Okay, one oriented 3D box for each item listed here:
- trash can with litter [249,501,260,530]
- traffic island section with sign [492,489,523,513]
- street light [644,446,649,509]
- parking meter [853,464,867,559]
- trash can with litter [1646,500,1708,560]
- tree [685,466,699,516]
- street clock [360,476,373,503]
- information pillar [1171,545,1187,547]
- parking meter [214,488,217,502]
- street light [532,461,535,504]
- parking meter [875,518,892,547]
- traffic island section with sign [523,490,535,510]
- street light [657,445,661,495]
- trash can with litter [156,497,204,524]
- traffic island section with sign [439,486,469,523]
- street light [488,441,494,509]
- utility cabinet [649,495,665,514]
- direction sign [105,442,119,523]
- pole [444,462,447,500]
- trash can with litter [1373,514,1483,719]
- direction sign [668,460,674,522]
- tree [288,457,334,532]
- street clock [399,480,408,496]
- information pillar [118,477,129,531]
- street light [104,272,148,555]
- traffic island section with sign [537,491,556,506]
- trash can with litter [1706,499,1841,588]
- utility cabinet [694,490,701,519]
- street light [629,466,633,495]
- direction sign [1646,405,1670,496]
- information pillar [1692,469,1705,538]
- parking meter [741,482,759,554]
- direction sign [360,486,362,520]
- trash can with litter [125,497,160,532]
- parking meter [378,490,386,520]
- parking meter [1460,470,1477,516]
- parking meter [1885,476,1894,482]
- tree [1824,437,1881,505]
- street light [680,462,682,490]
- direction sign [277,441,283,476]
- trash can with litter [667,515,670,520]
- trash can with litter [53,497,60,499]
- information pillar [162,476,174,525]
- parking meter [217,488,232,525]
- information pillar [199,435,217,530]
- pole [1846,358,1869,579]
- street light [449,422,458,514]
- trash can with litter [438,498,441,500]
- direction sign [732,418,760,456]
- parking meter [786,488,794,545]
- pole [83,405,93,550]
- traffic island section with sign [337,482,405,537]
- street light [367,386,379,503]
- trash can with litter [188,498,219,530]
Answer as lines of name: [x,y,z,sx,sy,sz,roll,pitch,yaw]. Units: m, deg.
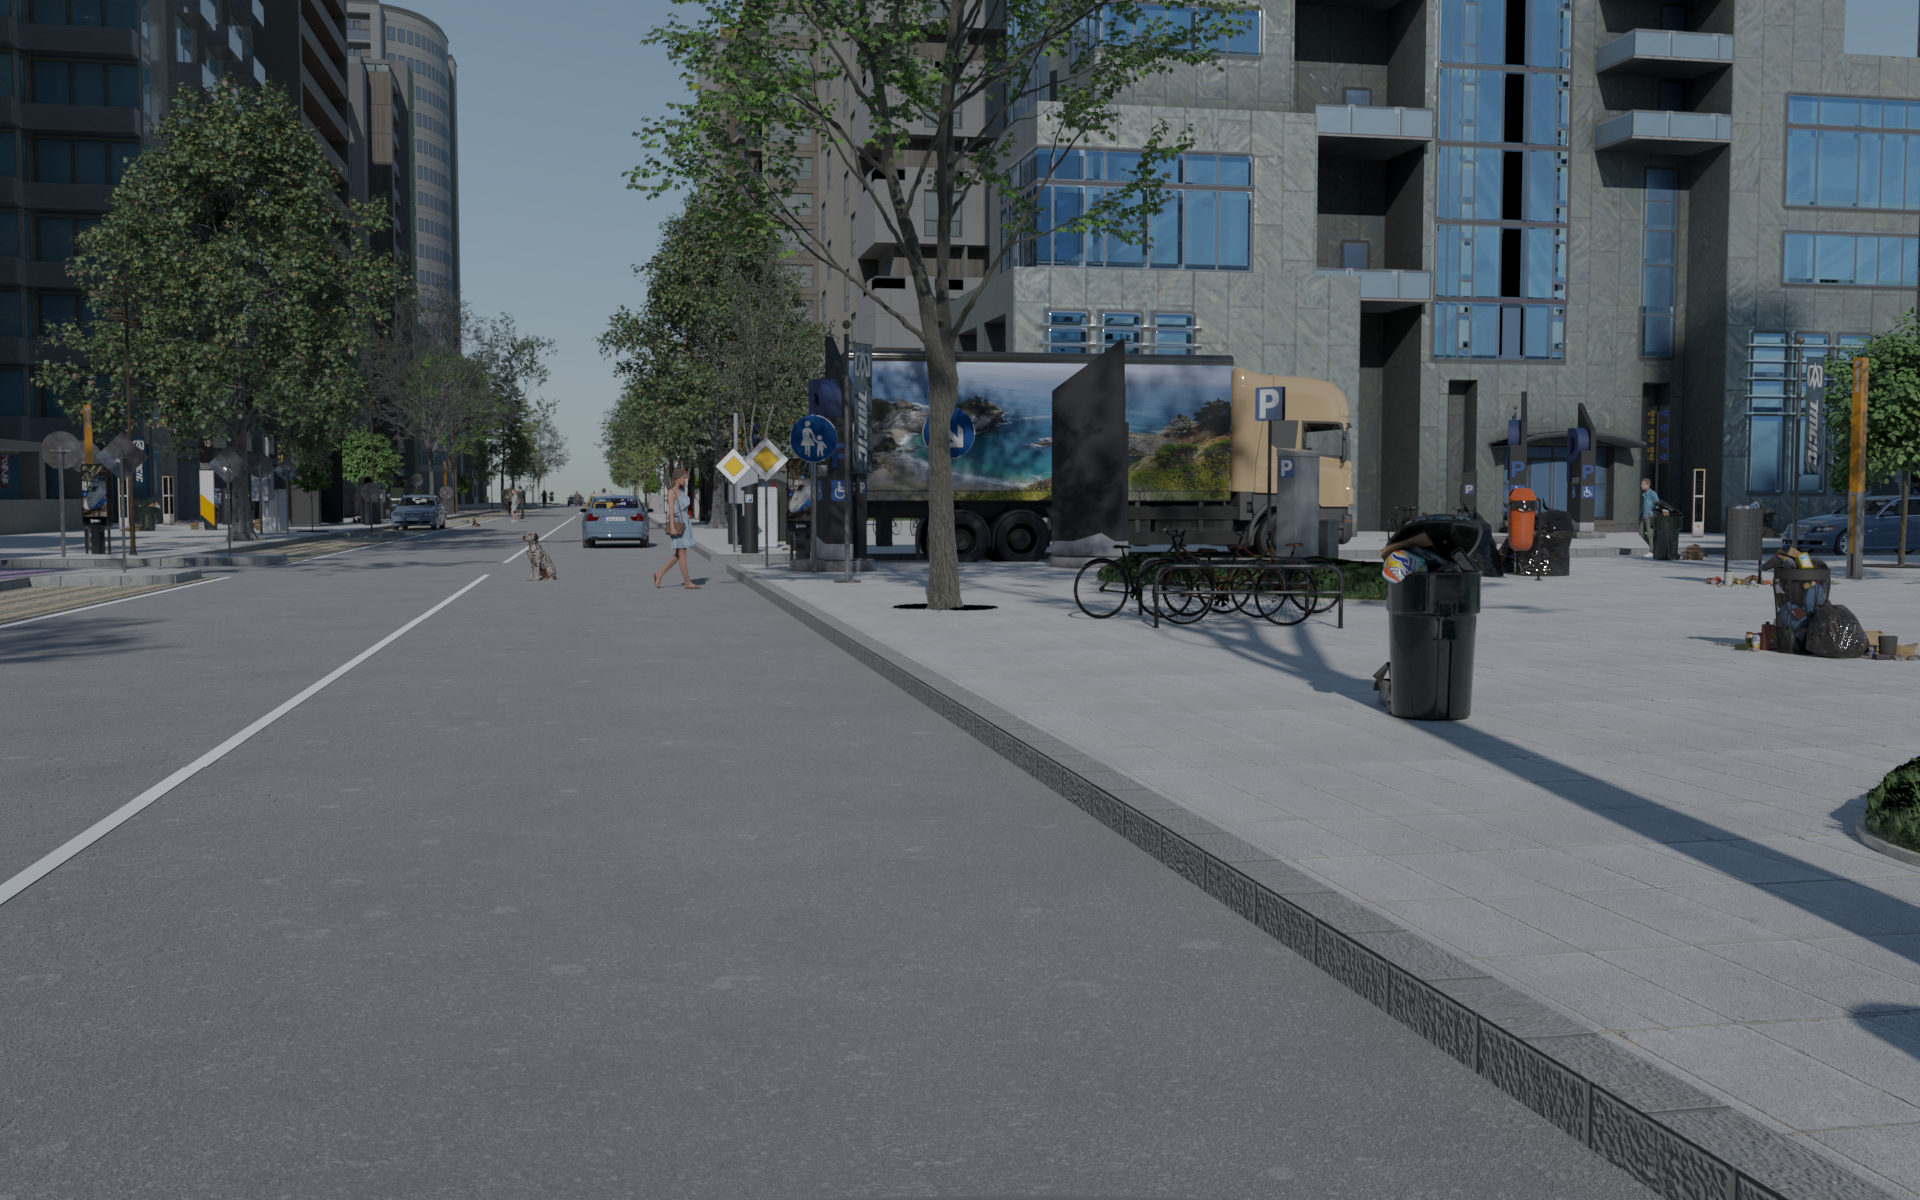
trash can with litter: [-24.483,-3.052,61.282,1.055,1.170,0.624,0,4,-3]
traffic island section with sign: [-34.951,-7.629,133.366,1.989,1.847,2.006,-1,4,-11]
street light: [-27.142,-10.836,149.957,0.468,5.910,1.993,-1,4,-11]
parking meter: [-1.870,-1.558,31.191,0.255,1.863,0.399,2,4,27]
trash can with litter: [13.950,-1.364,33.694,1.055,1.170,0.624,0,4,-1]
tree: [-16.216,-6.683,103.860,1.663,3.219,1.824,0,3,0]
street clock: [-24.349,-4.069,71.095,0.358,2.002,0.471,2,4,31]
information pillar: [5.268,-3.104,42.109,0.504,3.616,0.183,2,4,30]
parking meter: [-31.931,-4.037,74.415,0.372,1.533,0.369,0,3,0]
street light: [-56.336,-15.661,228.841,0.468,5.910,1.993,-1,4,-11]
parking meter: [-1.875,-2.244,42.408,0.399,1.863,0.255,-2,4,-33]
traffic island section with sign: [-40.305,-9.247,159.809,1.989,1.847,2.006,-1,4,-11]
street light: [-19.772,-8.602,113.433,0.468,5.910,1.993,-1,4,-11]
trash can with litter: [-33.488,-3.849,73.995,2.233,1.210,1.678,0,4,4]
traffic island section with sign: [-25.153,-4.668,84.944,1.989,1.847,2.006,-1,4,-11]
street light: [-40.022,-10.714,147.956,0.468,5.910,1.993,-1,4,-11]
utility cabinet: [-19.264,-6.050,110.083,0.306,1.237,1.020,3,5,43]
direction sign: [-37.120,-5.139,76.021,0.379,3.537,0.876,1,4,23]
pole: [-32.262,-7.016,108.562,0.158,3.312,0.155,0,3,0]
trash can with litter: [2.655,0.074,10.174,0.624,1.170,1.055,0,4,-2]
direction sign: [-12.999,-5.260,78.000,0.379,3.537,0.876,0,4,2]
tree: [-21.955,-3.894,58.268,1.663,3.219,1.824,0,3,0]
street clock: [-27.947,-5.046,87.069,0.471,2.002,0.358,3,5,41]
information pillar: [-29.041,-3.402,60.120,0.304,2.012,0.304,-2,4,-27]
street light: [-17.368,-3.879,36.205,0.468,5.910,1.993,-1,4,-11]
traffic island section with sign: [-51.467,-12.616,214.906,1.989,1.847,2.006,-1,4,-11]
trash can with litter: [11.524,-0.823,24.508,2.233,1.210,1.678,0,4,-4]
utility cabinet: [-12.947,-4.802,87.192,0.318,1.500,1.173,1,4,20]
street light: [-51.147,-18.053,267.952,0.468,5.910,1.993,-1,4,-11]
direction sign: [17.887,-3.209,44.469,0.379,3.537,0.876,-1,4,-13]
information pillar: [21.758,-2.847,51.034,0.304,2.012,0.304,1,4,18]
parking meter: [-4.543,-1.773,37.403,0.372,1.533,0.369,0,3,0]
direction sign: [-29.364,-5.677,84.812,0.876,3.537,0.379,-3,4,-37]
trash can with litter: [-28.063,-2.939,59.432,0.624,1.170,1.055,2,4,35]
parking meter: [-29.026,-4.805,86.966,0.372,1.533,0.369,0,3,0]
parking meter: [12.219,-2.198,41.652,0.399,1.863,0.255,1,4,16]
parking meter: [29.071,-2.973,54.325,0.399,1.863,0.255,-3,5,-39]
tree: [24.976,-3.318,48.846,1.663,3.219,1.824,0,3,0]
street light: [-12.072,-6.237,74.767,0.468,5.910,1.993,-1,4,-11]
direction sign: [-28.806,-5.035,74.320,0.876,3.537,0.379,-1,4,-9]
trash can with litter: [-13.938,-4.518,85.262,0.624,1.170,1.055,2,4,26]
trash can with litter: [-37.721,-3.735,72.459,0.624,1.170,1.055,-1,4,-13]
information pillar: [-32.655,-4.095,71.440,0.304,2.012,0.304,1,4,11]
parking meter: [-30.542,-3.896,72.117,0.372,1.533,0.369,0,3,0]
information pillar: [-26.577,-4.270,61.164,0.504,3.616,0.183,0,4,-1]
pole: [13.482,-1.968,26.016,0.158,3.312,0.155,0,3,0]
street light: [-32.556,-8.481,111.451,0.468,5.910,1.993,-1,4,-11]
trash can with litter: [-32.281,-5.887,107.644,1.055,1.170,0.624,1,4,12]
direction sign: [-6.395,-3.657,51.792,0.876,3.537,0.379,1,4,13]
parking meter: [-4.206,-2.155,43.639,0.372,1.533,0.369,0,3,0]
pole: [-20.006,-2.810,39.795,0.158,3.312,0.155,0,3,0]
traffic island section with sign: [-19.660,-3.011,57.865,1.989,1.847,2.006,-1,4,-11]
street light: [-24.741,-6.128,72.983,0.468,5.910,1.993,-1,4,-11]
trash can with litter: [-27.264,-3.120,62.397,1.055,1.170,0.624,-1,4,-22]
